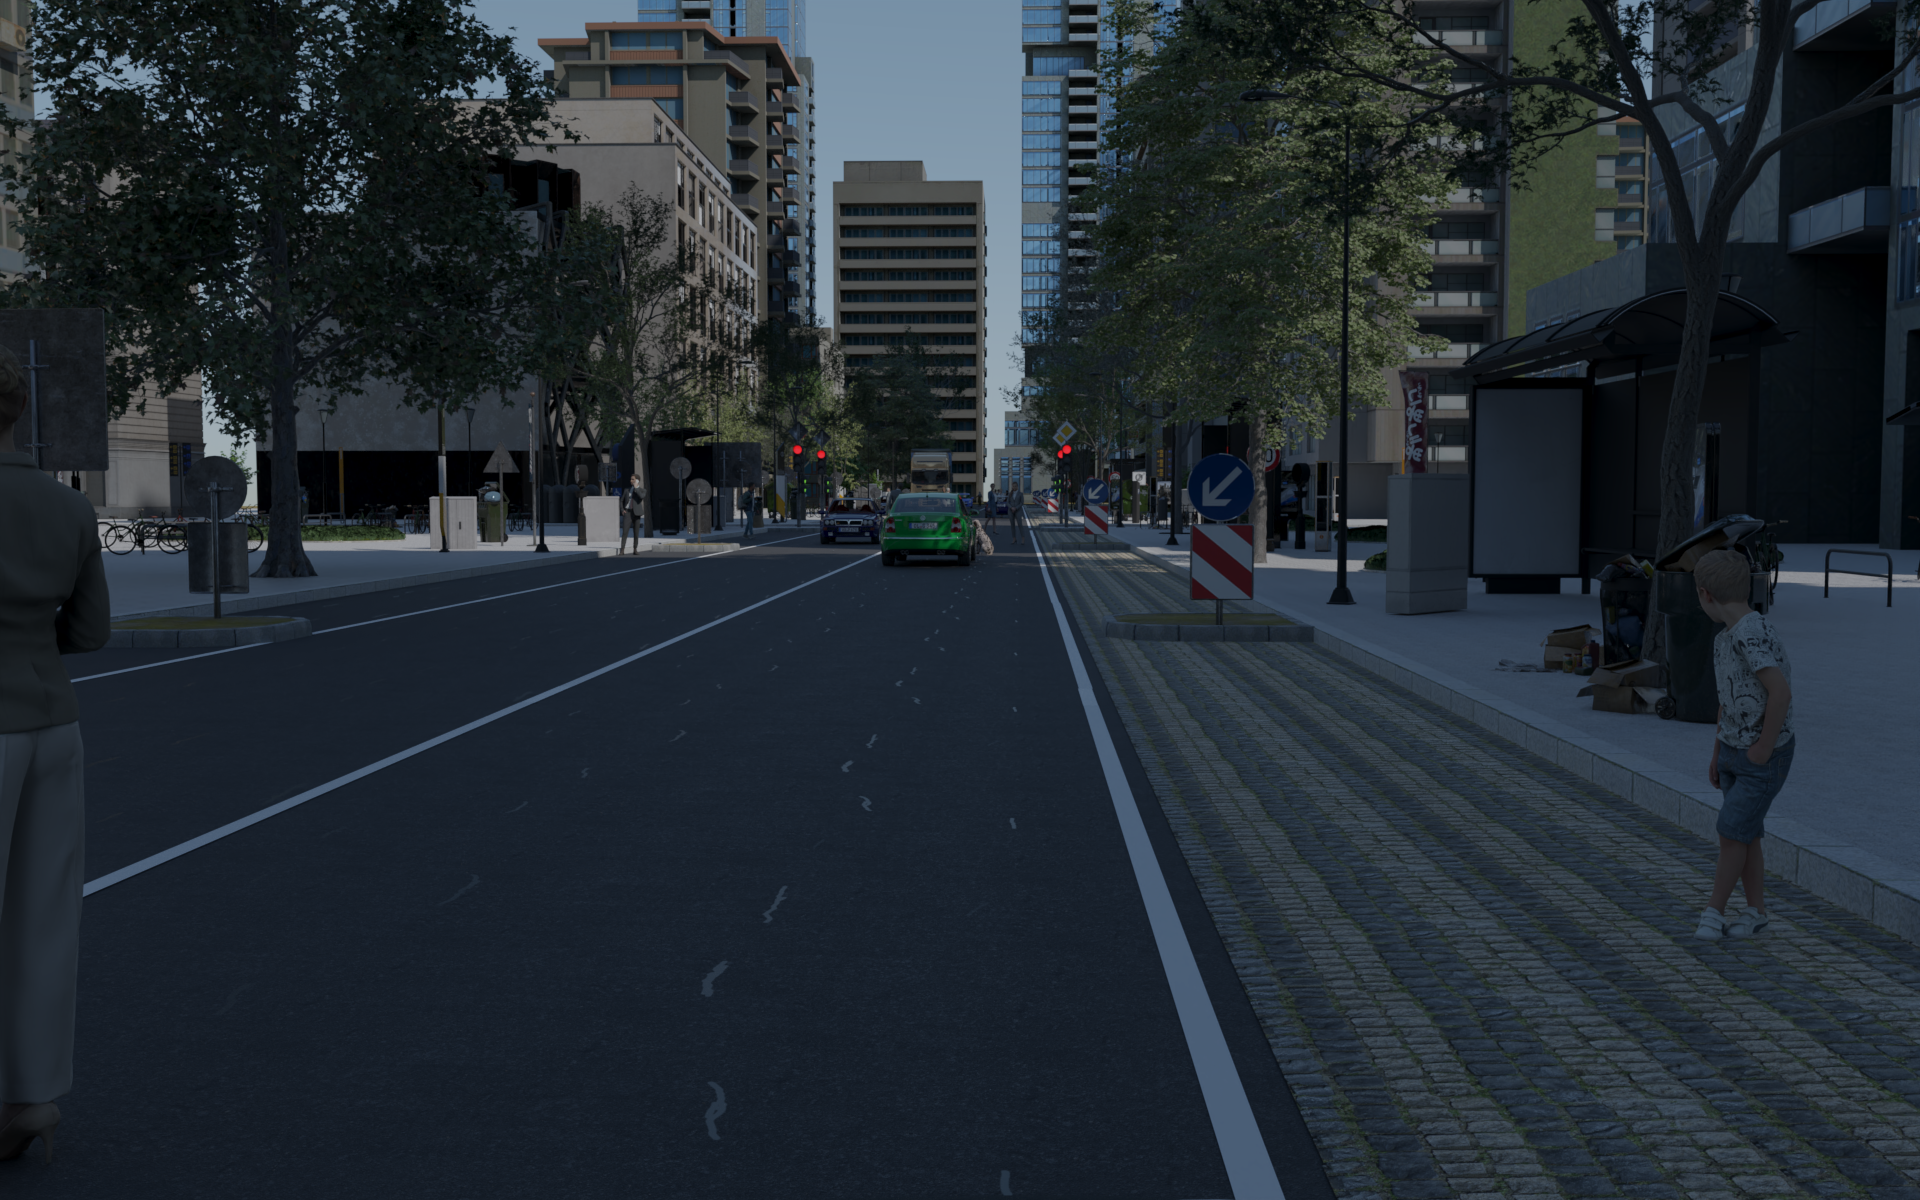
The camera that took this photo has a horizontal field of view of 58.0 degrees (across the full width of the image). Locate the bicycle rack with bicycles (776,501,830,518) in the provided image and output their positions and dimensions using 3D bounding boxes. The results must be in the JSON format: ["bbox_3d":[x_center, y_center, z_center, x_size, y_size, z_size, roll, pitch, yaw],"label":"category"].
[{"bbox_3d":[-8.334,-4.983,94.854,2.852,0.926,2.925,-3,5,-43],"label":"bicycle rack with bicycles"}]

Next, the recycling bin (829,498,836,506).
[{"bbox_3d":[-8.406,-6.398,117.156,0.722,1.027,0.722,-1,4,-20],"label":"recycling bin"}]

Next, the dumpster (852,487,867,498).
[{"bbox_3d":[-7.645,-7.780,132.959,1.264,1.857,1.865,0,4,2],"label":"dumpster"}]

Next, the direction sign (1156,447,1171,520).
[{"bbox_3d":[9.992,-5.641,84.223,0.876,3.537,0.379,1,4,14],"label":"direction sign"}]

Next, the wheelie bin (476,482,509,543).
[{"bbox_3d":[-12.403,-2.327,45.962,0.693,1.594,0.980,-3,5,-44],"label":"wheelie bin"}]

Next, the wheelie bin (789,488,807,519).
[{"bbox_3d":[-8.183,-4.859,87.358,0.980,1.594,0.693,1,4,16],"label":"wheelie bin"}]

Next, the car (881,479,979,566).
[{"bbox_3d":[-0.601,-1.660,35.933,1.959,1.807,4.718,0,4,3],"label":"car"}]

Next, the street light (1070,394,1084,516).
[{"bbox_3d":[6.001,-6.601,80.462,1.470,5.913,1.316,0,4,2],"label":"street light"}]

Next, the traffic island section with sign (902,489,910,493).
[{"bbox_3d":[-3.888,-7.223,126.719,1.989,1.847,2.006,0,4,2],"label":"traffic island section with sign"}]

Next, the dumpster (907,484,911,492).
[{"bbox_3d":[-3.493,-8.566,145.003,1.985,2.255,1.502,0,4,3],"label":"dumpster"}]

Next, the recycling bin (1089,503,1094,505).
[{"bbox_3d":[8.521,-5.913,109.226,0.722,1.027,0.722,0,4,6],"label":"recycling bin"}]

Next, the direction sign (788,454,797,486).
[{"bbox_3d":[-9.436,-6.514,98.509,0.379,3.537,0.876,3,5,40],"label":"direction sign"}]

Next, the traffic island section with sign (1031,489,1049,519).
[{"bbox_3d":[5.202,-5.529,99.022,1.989,1.847,2.006,0,4,2],"label":"traffic island section with sign"}]

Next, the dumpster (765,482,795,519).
[{"bbox_3d":[-9.417,-5.412,90.987,1.502,2.255,1.985,0,4,2],"label":"dumpster"}]

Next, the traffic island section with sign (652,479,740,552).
[{"bbox_3d":[-6.668,-2.166,44.048,1.989,1.847,2.006,0,4,2],"label":"traffic island section with sign"}]

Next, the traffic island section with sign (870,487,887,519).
[{"bbox_3d":[-4.809,-5.553,99.423,1.989,1.847,2.006,0,4,2],"label":"traffic island section with sign"}]

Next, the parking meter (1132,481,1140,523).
[{"bbox_3d":[7.725,-4.301,76.035,0.255,1.863,0.399,2,4,23],"label":"parking meter"}]

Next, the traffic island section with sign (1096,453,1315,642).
[{"bbox_3d":[2.462,-0.551,17.639,1.989,1.847,2.006,0,4,2],"label":"traffic island section with sign"}]

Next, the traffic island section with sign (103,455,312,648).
[{"bbox_3d":[-7.583,-0.519,17.108,1.989,1.847,2.006,0,4,2],"label":"traffic island section with sign"}]

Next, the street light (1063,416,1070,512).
[{"bbox_3d":[6.803,-7.983,103.059,1.470,5.913,1.316,0,4,2],"label":"street light"}]

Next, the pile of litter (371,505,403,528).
[{"bbox_3d":[-21.932,-3.190,66.122,1.176,0.858,1.719,-2,4,-34],"label":"pile of litter"}]

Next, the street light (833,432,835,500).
[{"bbox_3d":[-6.569,-7.654,97.677,1.470,5.913,1.316,0,4,2],"label":"street light"}]

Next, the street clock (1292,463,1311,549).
[{"bbox_3d":[7.909,-2.180,40.212,0.358,2.002,0.471,-1,4,-21],"label":"street clock"}]

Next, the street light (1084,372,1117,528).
[{"bbox_3d":[5.616,-5.732,66.267,1.470,5.913,1.316,0,4,2],"label":"street light"}]

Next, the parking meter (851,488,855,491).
[{"bbox_3d":[-8.607,-8.234,140.343,0.399,1.863,0.255,2,4,35],"label":"parking meter"}]

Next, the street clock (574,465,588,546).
[{"bbox_3d":[-9.412,-2.356,43.084,0.358,2.002,0.471,-2,4,-27],"label":"street clock"}]

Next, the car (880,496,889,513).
[{"bbox_3d":[-4.526,-6.087,112.094,1.945,1.354,3.894,0,4,1],"label":"car"}]

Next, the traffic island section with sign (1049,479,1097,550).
[{"bbox_3d":[3.383,-2.220,44.931,1.989,1.847,2.006,0,4,2],"label":"traffic island section with sign"}]

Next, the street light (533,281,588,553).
[{"bbox_3d":[-8.641,-3.994,37.839,1.470,5.913,1.316,0,4,2],"label":"street light"}]

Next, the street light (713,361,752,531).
[{"bbox_3d":[-7.911,-5.376,60.438,1.470,5.913,1.316,0,4,2],"label":"street light"}]

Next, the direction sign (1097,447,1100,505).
[{"bbox_3d":[6.715,-5.596,83.499,0.379,3.537,0.876,0,4,-7],"label":"direction sign"}]

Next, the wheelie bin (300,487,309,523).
[{"bbox_3d":[-28.984,-4.159,75.905,0.980,1.594,0.693,1,4,13],"label":"wheelie bin"}]

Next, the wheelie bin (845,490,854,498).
[{"bbox_3d":[-7.467,-6.657,116.754,0.693,1.594,0.980,-1,4,-14],"label":"wheelie bin"}]

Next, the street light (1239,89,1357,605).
[{"bbox_3d":[3.909,-2.905,20.046,1.470,5.913,1.316,0,4,2],"label":"street light"}]

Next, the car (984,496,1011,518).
[{"bbox_3d":[2.390,-5.551,103.342,1.945,1.354,3.894,0,4,3],"label":"car"}]

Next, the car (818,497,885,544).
[{"bbox_3d":[-3.140,-2.338,50.800,1.945,1.354,3.894,0,4,0],"label":"car"}]

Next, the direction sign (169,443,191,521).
[{"bbox_3d":[-34.342,-5.159,76.348,0.876,3.537,0.379,-2,4,-26],"label":"direction sign"}]

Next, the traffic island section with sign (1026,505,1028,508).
[{"bbox_3d":[7.821,-10.280,176.709,1.989,1.847,2.006,0,4,2],"label":"traffic island section with sign"}]

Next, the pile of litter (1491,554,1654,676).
[{"bbox_3d":[4.784,0.079,12.666,1.719,0.858,1.176,1,4,19],"label":"pile of litter"}]

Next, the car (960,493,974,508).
[{"bbox_3d":[0.435,-10.146,175.485,1.945,1.707,3.694,0,4,0],"label":"car"}]

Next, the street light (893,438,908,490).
[{"bbox_3d":[-4.983,-10.425,142.994,1.470,5.913,1.316,0,4,2],"label":"street light"}]

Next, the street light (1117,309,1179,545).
[{"bbox_3d":[4.798,-4.333,43.383,1.470,5.913,1.316,0,4,2],"label":"street light"}]

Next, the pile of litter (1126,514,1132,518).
[{"bbox_3d":[9.131,-4.923,94.449,1.176,0.858,1.719,0,4,0],"label":"pile of litter"}]

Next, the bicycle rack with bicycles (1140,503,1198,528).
[{"bbox_3d":[8.136,-3.218,65.998,2.852,0.926,2.925,1,4,22],"label":"bicycle rack with bicycles"}]

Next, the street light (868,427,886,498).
[{"bbox_3d":[-5.818,-9.036,120.275,1.470,5.913,1.316,0,4,2],"label":"street light"}]

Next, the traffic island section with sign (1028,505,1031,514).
[{"bbox_3d":[6.122,-7.197,126.304,1.989,1.847,2.006,0,4,2],"label":"traffic island section with sign"}]

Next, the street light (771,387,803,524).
[{"bbox_3d":[-7.495,-6.272,75.085,1.470,5.913,1.316,0,4,2],"label":"street light"}]
